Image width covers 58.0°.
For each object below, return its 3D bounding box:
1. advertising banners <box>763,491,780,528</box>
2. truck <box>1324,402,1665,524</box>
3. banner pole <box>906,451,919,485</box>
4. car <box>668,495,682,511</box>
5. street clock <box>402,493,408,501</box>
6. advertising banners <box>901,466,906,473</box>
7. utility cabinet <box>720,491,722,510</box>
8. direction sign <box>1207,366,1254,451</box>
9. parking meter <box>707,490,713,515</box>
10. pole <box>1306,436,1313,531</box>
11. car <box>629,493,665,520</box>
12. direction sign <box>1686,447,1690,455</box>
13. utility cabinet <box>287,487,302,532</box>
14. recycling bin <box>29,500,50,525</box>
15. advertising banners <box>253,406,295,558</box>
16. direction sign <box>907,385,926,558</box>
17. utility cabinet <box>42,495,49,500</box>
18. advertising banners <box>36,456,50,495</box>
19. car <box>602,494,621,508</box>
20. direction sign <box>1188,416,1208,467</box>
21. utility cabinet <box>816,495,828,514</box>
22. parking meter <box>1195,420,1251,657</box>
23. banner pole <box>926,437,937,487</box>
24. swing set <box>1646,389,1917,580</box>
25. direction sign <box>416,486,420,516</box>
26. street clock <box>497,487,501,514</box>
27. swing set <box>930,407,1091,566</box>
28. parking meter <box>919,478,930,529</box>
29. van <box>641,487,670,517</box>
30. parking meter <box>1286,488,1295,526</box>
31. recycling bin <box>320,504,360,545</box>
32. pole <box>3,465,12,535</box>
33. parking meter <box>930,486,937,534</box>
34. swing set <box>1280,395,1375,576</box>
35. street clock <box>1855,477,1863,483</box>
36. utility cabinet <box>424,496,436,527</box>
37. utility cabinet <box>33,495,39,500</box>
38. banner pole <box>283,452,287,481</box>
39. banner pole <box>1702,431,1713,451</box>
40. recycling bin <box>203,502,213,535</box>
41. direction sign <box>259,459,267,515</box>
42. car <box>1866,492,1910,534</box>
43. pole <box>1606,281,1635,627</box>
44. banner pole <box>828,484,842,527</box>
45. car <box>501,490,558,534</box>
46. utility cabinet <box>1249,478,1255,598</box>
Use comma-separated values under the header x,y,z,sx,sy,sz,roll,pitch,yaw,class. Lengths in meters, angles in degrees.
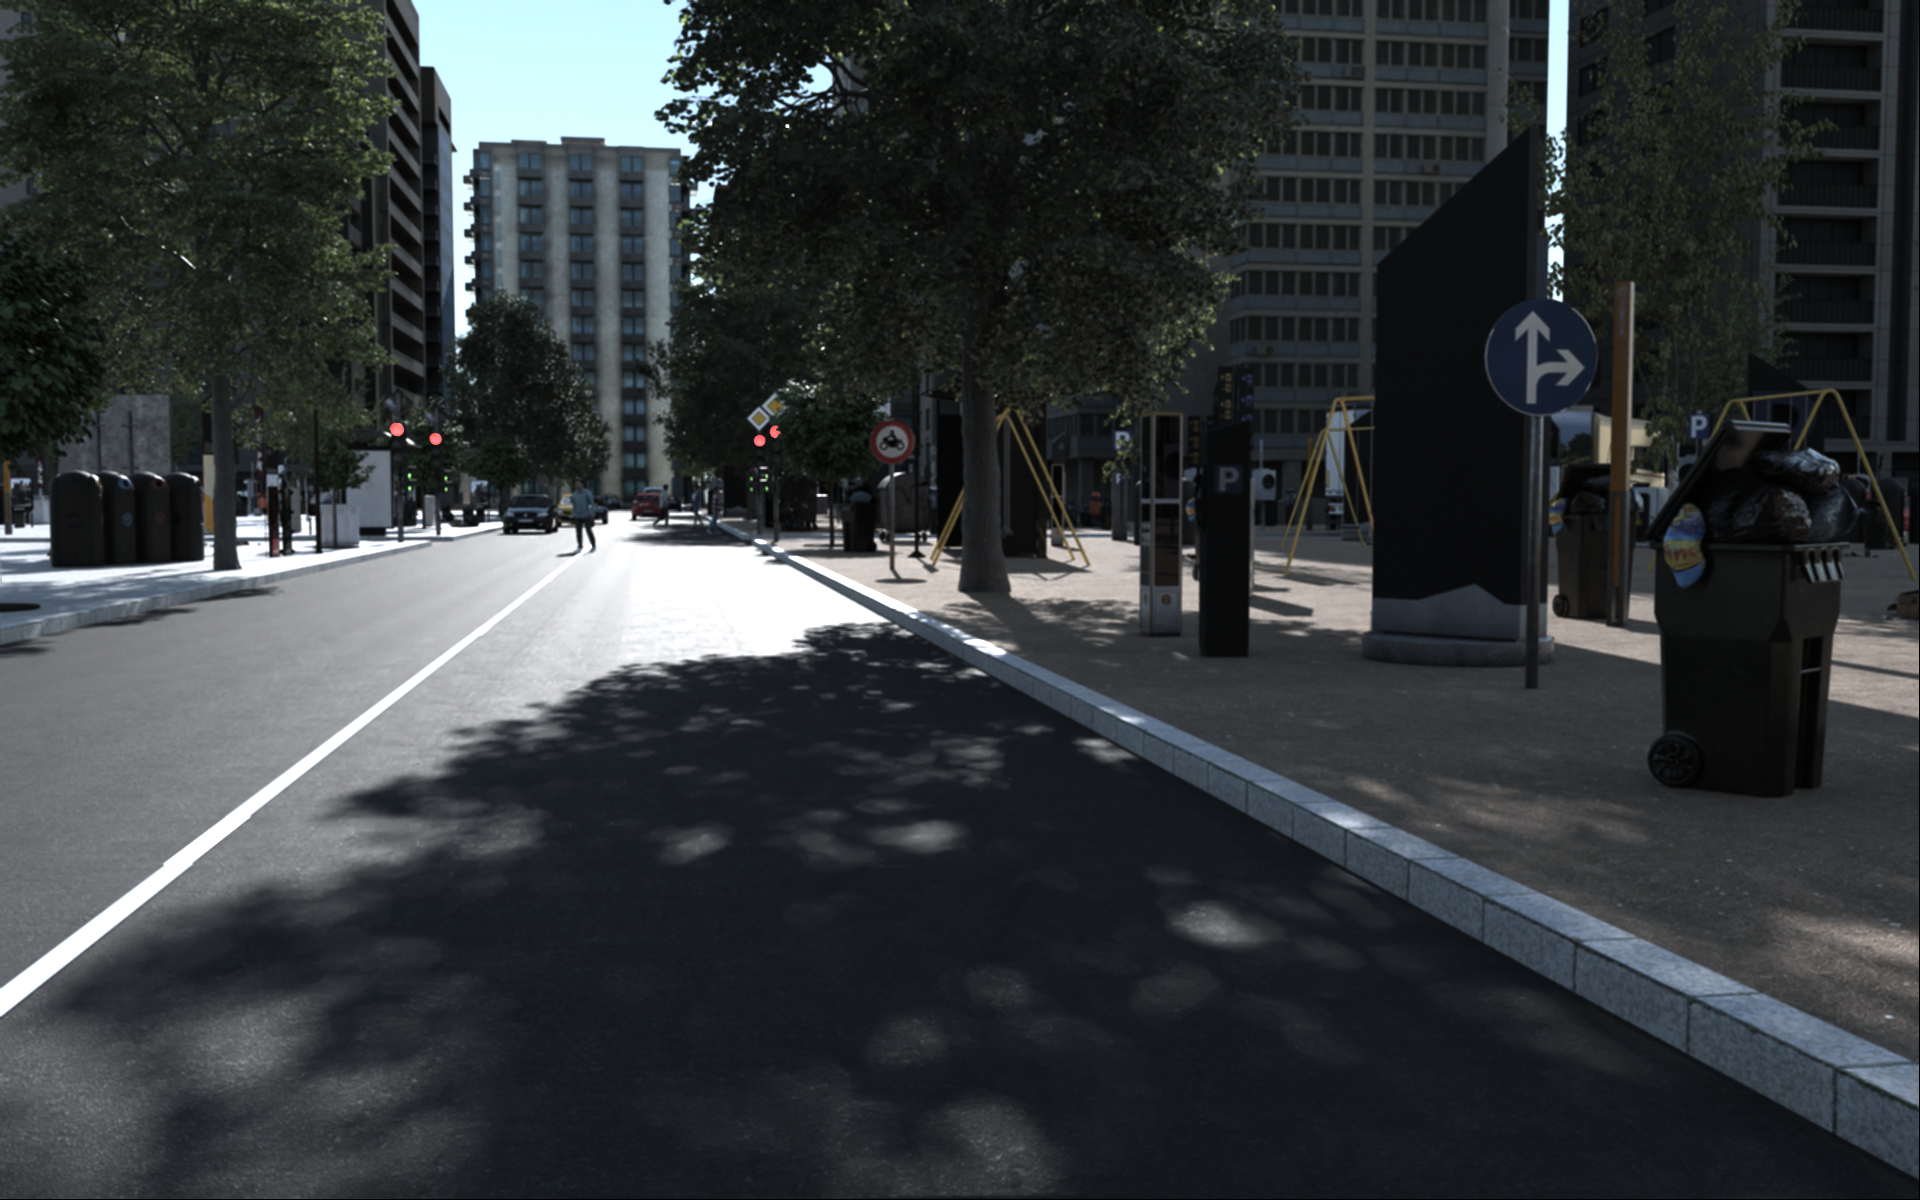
x,y,z,sx,sy,sz,roll,pitch,yaw,class
-6.572,-4.278,66.127,2.074,3.025,0.090,-2,4,-31,advertising banners
17.341,-4.043,55.013,11.283,4.237,2.839,-1,4,-10,truck
-2.270,-5.831,85.361,0.863,3.779,0.401,1,4,11,banner pole
-24.118,-8.064,144.422,1.945,1.354,3.894,-1,4,-10,car
-24.938,-4.490,77.976,0.471,2.002,0.358,2,4,34,street clock
-3.082,-6.974,110.217,0.090,3.025,2.074,3,4,36,advertising banners
-17.366,-7.239,127.039,0.318,1.500,1.173,2,4,24,utility cabinet
4.922,-2.384,30.970,0.876,3.537,0.379,-3,4,-37,direction sign
-15.528,-6.078,107.782,0.372,1.533,0.369,0,3,0,parking meter
12.304,-4.101,60.889,0.158,3.312,0.155,0,3,0,pole
-17.360,-5.346,96.443,2.155,1.783,4.494,-1,4,-10,car
34.999,-5.588,83.354,0.379,3.537,0.876,1,4,15,direction sign
-22.242,-3.009,57.872,0.318,1.500,1.173,-2,4,-28,utility cabinet
-38.754,-3.705,73.135,0.722,1.027,0.722,1,4,8,recycling bin
-13.968,-2.388,35.237,0.090,3.025,2.074,0,4,-2,advertising banners
-0.879,-2.632,35.028,0.379,3.537,0.876,0,4,6,direction sign
-47.602,-4.835,90.209,0.306,1.237,1.020,-2,4,-34,utility cabinet
-41.840,-5.121,79.909,0.090,3.025,2.074,1,4,14,advertising banners
-35.355,-9.992,175.167,2.131,1.459,4.920,-1,4,-10,car
7.042,-3.561,50.226,0.876,3.537,0.379,1,4,10,direction sign
-8.894,-6.028,109.721,1.020,1.237,0.306,-1,4,-23,utility cabinet
2.073,-0.487,13.675,0.399,1.863,0.255,0,4,-4,parking meter
-1.270,-5.232,75.566,0.401,3.779,0.863,-3,5,-40,banner pole
12.834,-1.817,27.327,2.862,2.851,3.119,0,4,-3,swing set
-32.499,-6.822,103.532,0.876,3.537,0.379,1,4,22,direction sign
-27.915,-6.161,105.296,0.358,2.002,0.471,2,4,31,street clock
0.873,-2.133,32.502,2.862,2.851,3.119,0,4,-2,swing set
-1.320,-3.514,63.169,0.399,1.863,0.255,1,4,16,parking meter
-19.686,-6.395,111.570,2.013,2.044,4.112,-1,4,-9,van
13.497,-3.812,70.741,0.372,1.533,0.369,0,3,0,parking meter
-15.695,-1.911,43.801,0.722,1.027,0.722,3,5,39,recycling bin
-30.180,-3.731,54.845,0.158,3.312,0.155,0,3,0,pole
-0.780,-2.884,55.565,0.372,1.533,0.369,0,3,0,parking meter
7.191,-1.799,27.037,2.862,2.851,3.119,-3,5,-44,swing set
37.669,-4.175,72.835,0.471,2.002,0.358,0,4,-6,street clock
-20.726,-3.466,67.832,0.306,1.237,1.020,0,4,-6,utility cabinet
-58.584,-6.003,109.308,0.306,1.237,1.020,1,4,20,utility cabinet
-39.339,-6.787,100.982,0.401,3.779,0.863,-2,4,-31,banner pole
25.955,-4.310,60.489,0.401,3.779,0.863,-2,4,-35,banner pole
-23.606,-2.585,54.813,0.722,1.027,0.722,2,4,24,recycling bin
-42.378,-6.955,105.718,0.876,3.537,0.379,1,4,15,direction sign
30.772,-2.967,57.543,4.494,1.783,2.155,-1,4,-12,car
6.386,-1.400,16.740,0.158,3.312,0.155,0,3,0,pole
-4.889,-4.684,66.592,0.401,3.779,0.863,-1,4,-10,banner pole
-15.812,-3.305,63.818,2.009,1.686,4.222,-1,4,-8,car
3.490,-0.784,21.491,0.318,1.500,1.173,1,4,12,utility cabinet
